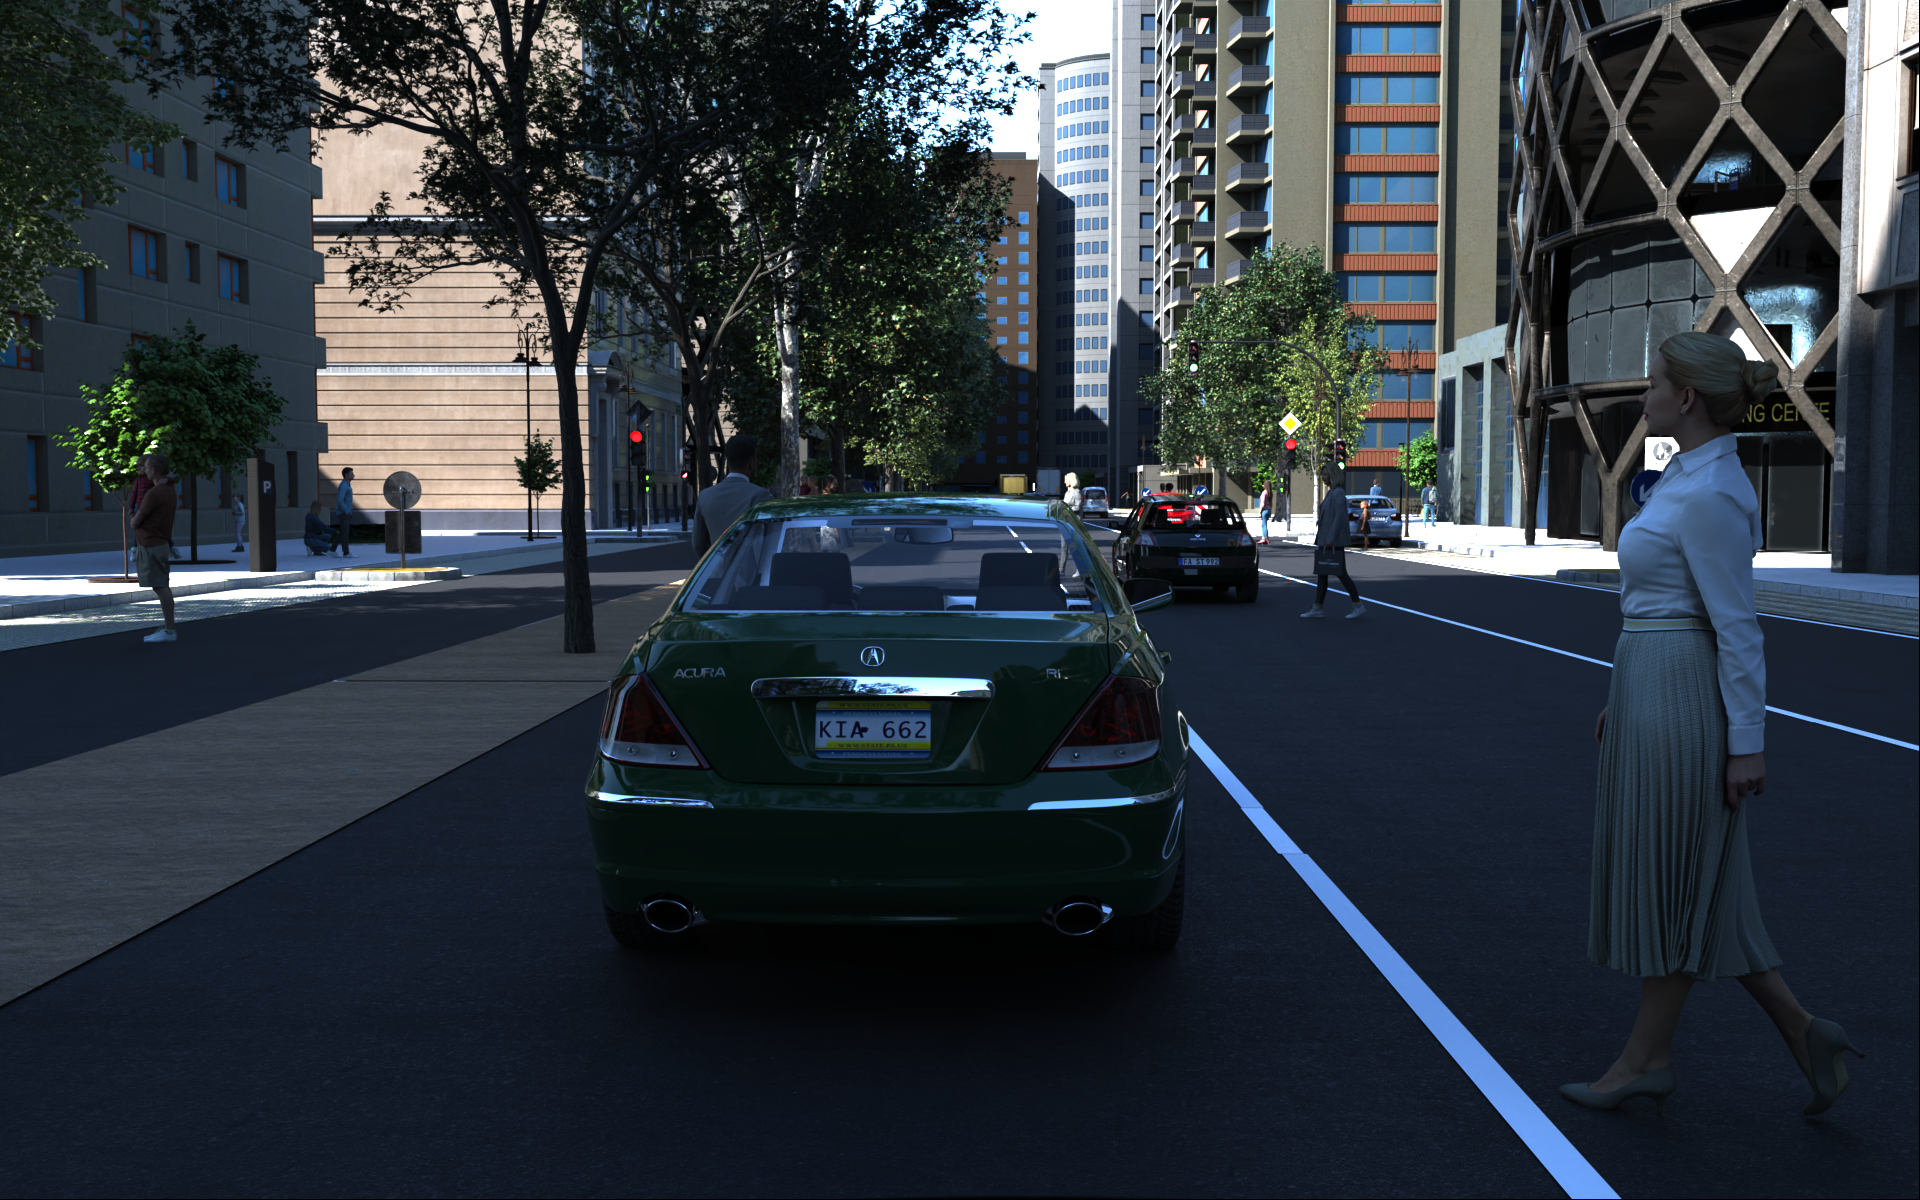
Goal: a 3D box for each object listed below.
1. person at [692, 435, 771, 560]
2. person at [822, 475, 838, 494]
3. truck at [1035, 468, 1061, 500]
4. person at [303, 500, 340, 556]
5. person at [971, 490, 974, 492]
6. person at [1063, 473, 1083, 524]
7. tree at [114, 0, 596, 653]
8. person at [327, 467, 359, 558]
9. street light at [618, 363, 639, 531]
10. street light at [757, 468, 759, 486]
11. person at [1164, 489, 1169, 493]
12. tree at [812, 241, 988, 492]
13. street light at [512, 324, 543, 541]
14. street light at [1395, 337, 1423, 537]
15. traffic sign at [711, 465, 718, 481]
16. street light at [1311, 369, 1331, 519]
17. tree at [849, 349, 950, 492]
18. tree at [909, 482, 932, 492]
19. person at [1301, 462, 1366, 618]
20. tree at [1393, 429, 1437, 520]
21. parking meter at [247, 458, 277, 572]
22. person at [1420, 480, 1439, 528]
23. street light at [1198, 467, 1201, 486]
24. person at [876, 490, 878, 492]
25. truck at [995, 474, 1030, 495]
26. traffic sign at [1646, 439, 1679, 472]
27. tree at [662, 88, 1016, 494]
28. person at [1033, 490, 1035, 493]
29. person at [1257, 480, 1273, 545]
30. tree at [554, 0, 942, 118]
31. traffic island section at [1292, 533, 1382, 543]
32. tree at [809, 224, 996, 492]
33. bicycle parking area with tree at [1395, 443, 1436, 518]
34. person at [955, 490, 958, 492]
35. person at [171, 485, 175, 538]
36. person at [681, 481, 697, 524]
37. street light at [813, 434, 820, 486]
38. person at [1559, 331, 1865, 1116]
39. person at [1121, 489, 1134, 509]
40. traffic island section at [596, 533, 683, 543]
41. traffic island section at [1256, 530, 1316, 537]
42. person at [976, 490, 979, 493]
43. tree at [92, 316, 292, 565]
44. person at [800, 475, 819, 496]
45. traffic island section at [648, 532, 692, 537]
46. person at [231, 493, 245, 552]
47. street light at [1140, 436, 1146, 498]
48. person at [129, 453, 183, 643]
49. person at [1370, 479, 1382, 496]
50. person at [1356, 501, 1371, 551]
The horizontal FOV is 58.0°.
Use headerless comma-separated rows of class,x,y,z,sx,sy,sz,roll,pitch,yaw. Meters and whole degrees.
person,-1.369,-0.108,10.542,0.678,1.792,0.850,2,4,25
person,-2.026,-1.077,26.865,0.466,1.731,0.760,2,4,23
truck,9.619,-12.196,188.309,2.839,4.237,11.283,0,4,3
person,-13.286,-1.496,36.004,0.738,1.151,1.012,-2,4,-27
person,1.148,-9.424,162.565,0.705,1.826,1.348,0,4,4
person,1.892,-1.298,29.899,0.526,1.800,0.537,-1,4,-19
tree,-3.396,-4.816,15.618,8.767,10.594,7.601,0,4,1
person,-12.417,-1.757,34.795,0.620,1.820,0.660,-1,4,-19
street light,-11.533,-5.355,60.336,0.468,5.910,1.993,0,4,1
street light,-11.090,-7.484,95.145,0.468,5.910,1.993,0,4,1
person,16.356,-7.984,137.400,1.217,1.723,0.721,0,4,6
tree,-2.824,-8.931,66.605,7.486,12.596,7.792,0,3,0
street light,-11.697,-4.538,46.979,0.468,5.910,1.993,0,4,1
street light,13.220,-4.788,51.076,0.468,5.910,1.993,0,4,1
traffic sign,-11.008,-4.640,75.971,0.768,2.556,0.104,1,4,10
street light,13.367,-5.600,64.344,0.468,5.910,1.993,0,4,1
tree,-2.694,-6.587,60.524,4.737,8.622,4.395,0,3,0
tree,-2.195,-10.745,128.494,4.360,8.622,3.978,0,3,0
person,4.313,-0.686,19.904,0.728,1.800,0.709,0,4,2
tree,23.406,-6.306,86.819,4.285,4.588,4.351,0,3,0
parking meter,-11.478,-1.394,28.497,0.255,1.863,0.399,1,4,22
person,17.468,-3.585,64.637,0.794,1.824,0.713,3,5,39
street light,13.752,-7.744,99.406,0.468,5.910,1.993,0,4,1
person,-9.984,-12.321,207.576,1.350,1.814,0.705,1,4,19
truck,5.125,-10.506,167.689,3.469,3.379,9.791,0,4,1
traffic sign,12.746,-1.796,31.500,0.606,2.300,0.079,0,4,2
tree,-3.280,-7.765,46.423,9.611,12.733,9.660,0,3,0
person,8.651,-11.926,203.113,1.348,1.869,0.705,-1,4,-13
person,8.671,-2.482,49.089,0.388,1.821,0.555,2,4,35
tree,-4.573,-10.788,34.735,12.611,20.169,13.585,0,3,0
traffic island section,11.234,-1.792,51.576,2.009,0.180,2.903,0,4,1
tree,-2.937,-10.166,75.319,9.857,13.997,8.962,0,3,0
bicycle parking area with tree,26.308,-6.624,95.298,9.016,4.147,8.231,-1,4,-17
person,-0.281,-9.063,156.692,1.348,1.823,0.705,2,4,34
person,-16.850,-1.875,36.482,0.659,1.850,0.755,-3,5,-41
person,-11.445,-4.108,73.122,0.836,1.842,0.656,2,4,34
street light,-10.728,-9.613,129.955,0.468,5.910,1.993,0,4,1
person,1.732,0.291,3.961,0.641,1.798,0.478,2,4,30
person,14.343,-8.641,148.036,1.217,1.735,0.721,-1,4,-14
traffic island section,-9.606,-1.806,51.809,2.009,0.180,2.903,0,4,1
traffic island section,11.322,-2.280,59.561,2.009,0.180,2.903,0,4,1
person,1.359,-8.273,144.490,1.217,1.743,0.721,3,5,39
tree,-14.161,-2.951,31.955,4.285,4.588,4.351,0,3,0
person,-3.088,-1.648,35.420,0.580,1.828,0.573,2,4,31
traffic island section,-9.518,-2.294,59.793,2.009,0.180,2.903,0,4,1
person,-15.983,-1.713,38.327,0.425,1.301,0.394,2,4,33
street light,14.221,-9.873,134.215,0.468,5.910,1.993,0,4,1
person,-7.829,-0.513,16.863,0.580,1.828,0.573,2,4,30
person,15.349,-3.537,63.893,0.581,1.822,0.654,0,4,-1
person,10.182,-1.867,43.698,0.373,1.253,0.362,1,4,17
